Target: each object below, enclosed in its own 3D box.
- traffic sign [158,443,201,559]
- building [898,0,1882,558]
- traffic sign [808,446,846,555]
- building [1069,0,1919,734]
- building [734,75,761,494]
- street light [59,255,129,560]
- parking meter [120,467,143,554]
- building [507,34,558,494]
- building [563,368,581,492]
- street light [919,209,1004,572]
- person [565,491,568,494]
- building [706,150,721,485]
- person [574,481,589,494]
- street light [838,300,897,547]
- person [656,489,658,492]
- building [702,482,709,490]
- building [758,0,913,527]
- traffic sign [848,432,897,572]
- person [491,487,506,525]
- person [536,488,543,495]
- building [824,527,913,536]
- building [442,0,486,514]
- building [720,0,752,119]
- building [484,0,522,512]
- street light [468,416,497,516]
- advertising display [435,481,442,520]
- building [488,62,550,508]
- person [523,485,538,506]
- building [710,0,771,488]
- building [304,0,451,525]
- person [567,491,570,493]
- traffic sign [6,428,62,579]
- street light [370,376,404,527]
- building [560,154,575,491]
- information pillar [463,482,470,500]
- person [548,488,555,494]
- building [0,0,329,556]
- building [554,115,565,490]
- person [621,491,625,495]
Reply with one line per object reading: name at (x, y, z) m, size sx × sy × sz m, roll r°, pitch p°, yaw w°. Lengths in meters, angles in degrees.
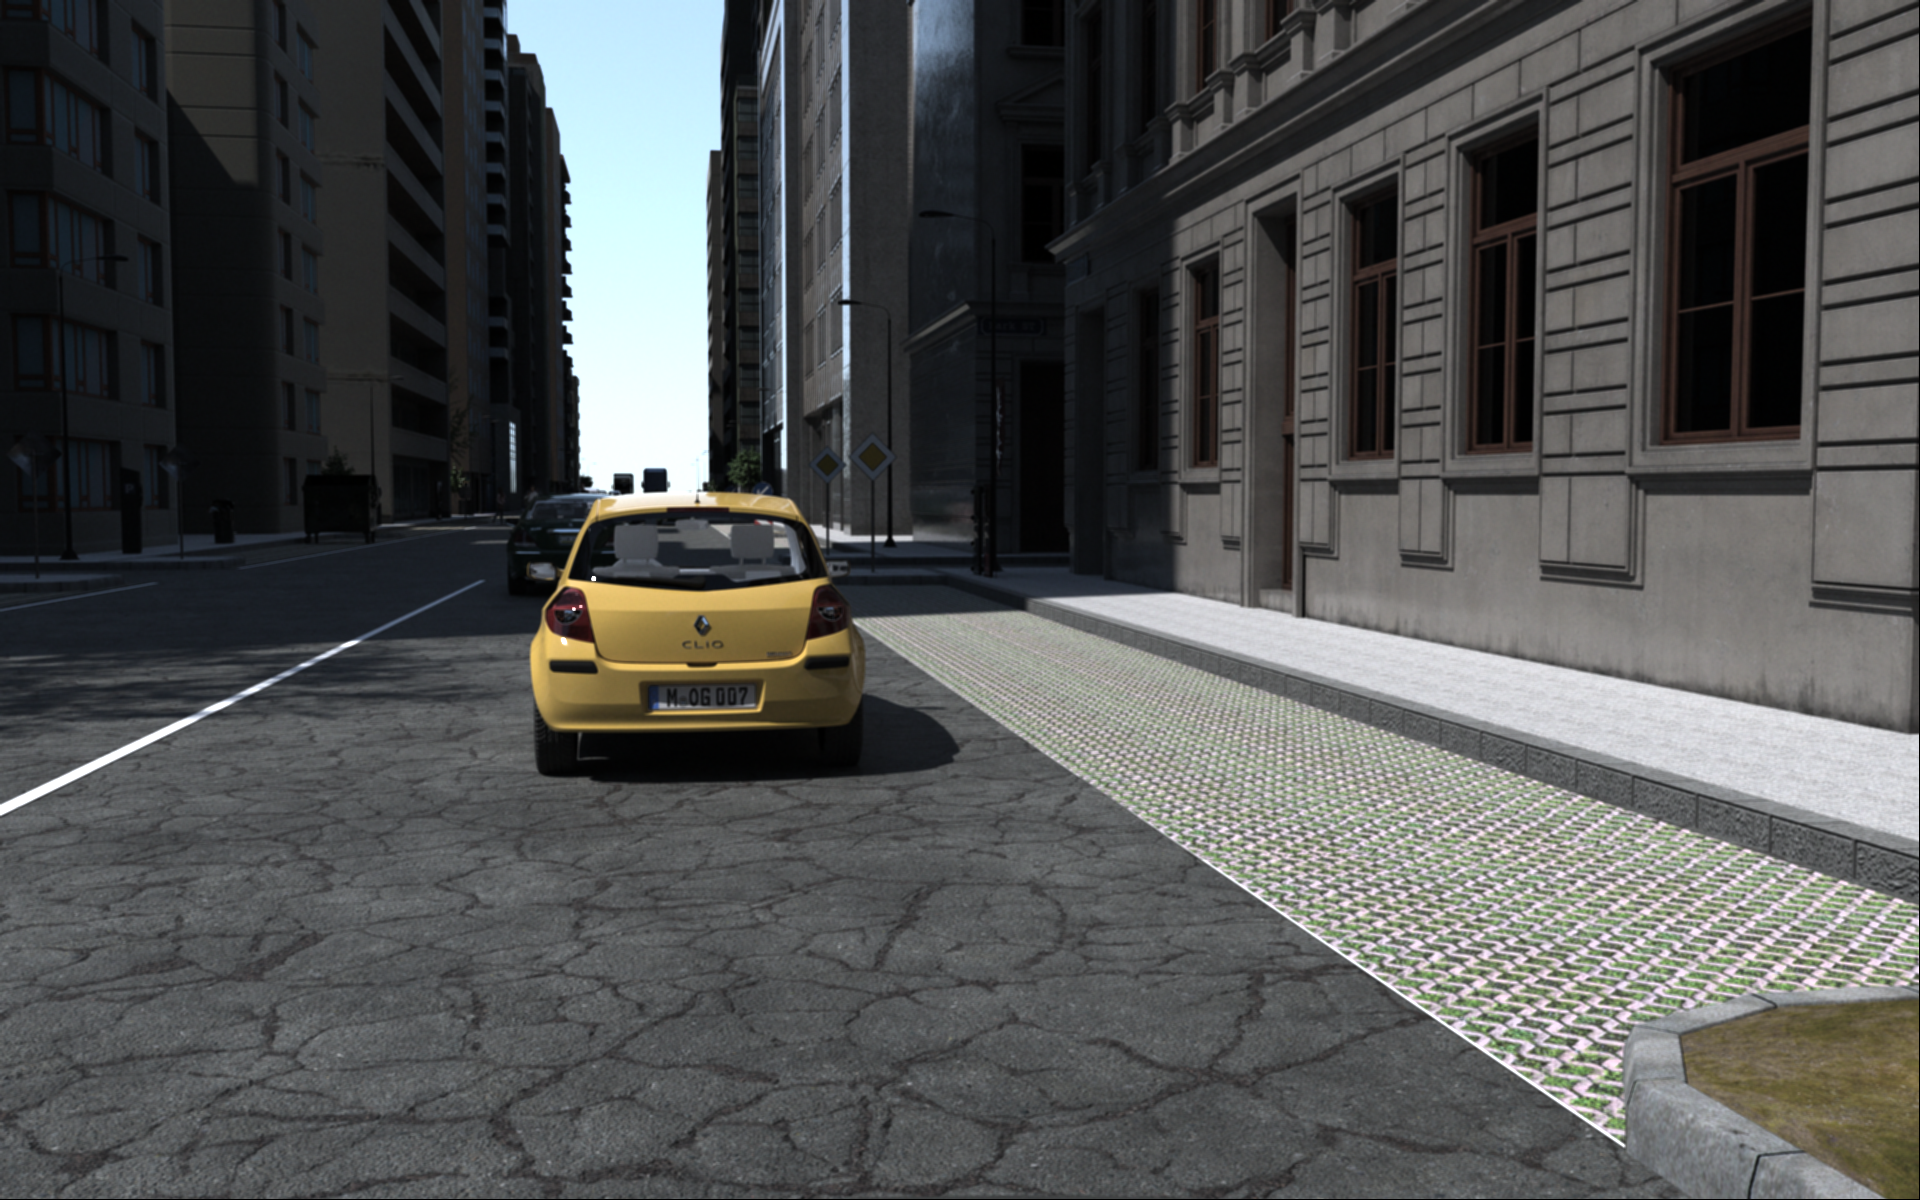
traffic sign at (-15.337, -1.862, 34.088) m, size 0.795 × 2.450 × 0.064 m, roll -1°, pitch 4°, yaw -10°
building at (9.156, -12.634, 42.720) m, size 21.152 × 22.565 × 11.583 m, roll -1°, pitch 4°, yaw -10°
traffic sign at (-2.770, -1.991, 36.202) m, size 0.795 × 2.450 × 0.064 m, roll -1°, pitch 4°, yaw -10°
building at (8.311, -11.181, 18.966) m, size 11.583 × 22.565 × 21.152 m, roll -1°, pitch 4°, yaw -10°
building at (-9.112, -21.552, 124.084) m, size 14.160 × 30.474 × 14.107 m, roll -1°, pitch 4°, yaw -10°
street light at (-16.819, -3.738, 33.654) m, size 1.470 × 5.913 × 1.316 m, roll -1°, pitch 4°, yaw -10°
parking meter at (-17.815, -1.930, 37.263) m, size 0.399 × 1.863 × 0.255 m, roll -1°, pitch 4°, yaw -15°
building at (-48.545, -31.954, 172.556) m, size 14.600 × 45.320 × 14.200 m, roll -1°, pitch 4°, yaw -10°
building at (-68.504, -24.448, 244.756) m, size 27.650 × 21.520 × 28.899 m, roll -1°, pitch 4°, yaw -10°
street light at (0.018, -3.424, 28.527) m, size 1.470 × 5.913 × 1.316 m, roll -1°, pitch 4°, yaw -10°
person at (-33.467, -8.441, 147.316) m, size 0.445 × 1.727 × 0.742 m, roll 0°, pitch 4°, yaw -3°
building at (-23.055, -37.317, 233.835) m, size 21.300 × 48.544 × 21.600 m, roll -1°, pitch 4°, yaw -10°
person at (-13.546, -3.300, 61.813) m, size 0.648 × 1.900 × 0.474 m, roll -1°, pitch 4°, yaw -18°
street light at (-2.227, -4.225, 41.624) m, size 1.470 × 5.913 × 1.316 m, roll -1°, pitch 4°, yaw -10°
person at (-25.237, -8.311, 144.345) m, size 1.348 × 1.831 × 0.705 m, roll -1°, pitch 4°, yaw -20°
building at (-22.289, -34.652, 258.440) m, size 32.217 × 40.220 × 23.993 m, roll -1°, pitch 4°, yaw -10°
building at (-3.111, -16.257, 83.825) m, size 12.078 × 24.808 × 19.932 m, roll -1°, pitch 4°, yaw -10°
traffic sign at (-1.428, -1.510, 28.330) m, size 0.795 × 2.450 × 0.064 m, roll -1°, pitch 4°, yaw -10°
person at (-21.052, -4.280, 79.063) m, size 0.643 × 1.750 × 0.593 m, roll 0°, pitch 3°, yaw 0°
person at (-24.624, -5.659, 101.123) m, size 0.635 × 1.810 × 0.391 m, roll 2°, pitch 4°, yaw 24°
building at (0.894, -15.003, 63.329) m, size 12.078 × 24.808 × 19.932 m, roll -1°, pitch 4°, yaw -10°
building at (-38.963, -28.366, 113.901) m, size 14.600 × 45.320 × 14.200 m, roll -1°, pitch 4°, yaw -10°
building at (-11.209, -32.934, 162.170) m, size 21.300 × 48.544 × 21.600 m, roll -1°, pitch 4°, yaw -10°
building at (-45.778, -50.272, 134.625) m, size 22.319 × 86.520 × 31.000 m, roll -1°, pitch 4°, yaw -10°
street light at (-28.591, -7.988, 103.139) m, size 1.470 × 5.913 × 1.316 m, roll -1°, pitch 4°, yaw -10°
advertising display at (-25.482, -4.860, 84.671) m, size 0.123 × 1.923 × 0.974 m, roll 0°, pitch 4°, yaw -4°
building at (-45.564, -29.069, 158.867) m, size 14.154 × 41.232 × 14.086 m, roll -1°, pitch 4°, yaw -10°
person at (-18.911, -4.143, 76.334) m, size 0.679 × 1.850 × 0.850 m, roll -1°, pitch 4°, yaw -11°
building at (-20.258, -47.339, 212.250) m, size 20.563 × 71.187 × 20.611 m, roll -1°, pitch 4°, yaw -10°
building at (-36.140, -27.891, 79.725) m, size 21.300 × 48.544 × 21.600 m, roll -1°, pitch 4°, yaw -10°
person at (-33.711, -8.589, 149.718) m, size 1.217 × 1.735 × 0.721 m, roll 3°, pitch 4°, yaw 36°
traffic sign at (-13.996, -1.381, 26.216) m, size 0.795 × 2.450 × 0.064 m, roll -1°, pitch 4°, yaw -10°
street light at (-22.639, -5.863, 68.407) m, size 1.470 × 5.913 × 1.316 m, roll -1°, pitch 4°, yaw -10°
building at (-59.981, -34.350, 216.251) m, size 22.147 × 44.769 × 28.867 m, roll -1°, pitch 4°, yaw -10°
information pillar at (-29.729, -6.111, 104.400) m, size 0.304 × 2.012 × 0.304 m, roll 0°, pitch 4°, yaw -3°
person at (-26.747, -6.422, 113.581) m, size 1.350 × 1.814 × 0.705 m, roll 1°, pitch 4°, yaw 9°
building at (-34.607, -12.361, 47.146) m, size 27.650 × 21.520 × 28.899 m, roll -1°, pitch 4°, yaw -10°
building at (-52.397, -33.371, 195.719) m, size 14.600 × 45.320 × 14.200 m, roll -1°, pitch 4°, yaw -10°
person at (-40.295, -12.174, 207.635) m, size 1.350 × 1.814 × 0.705 m, roll -3°, pitch 5°, yaw -44°
